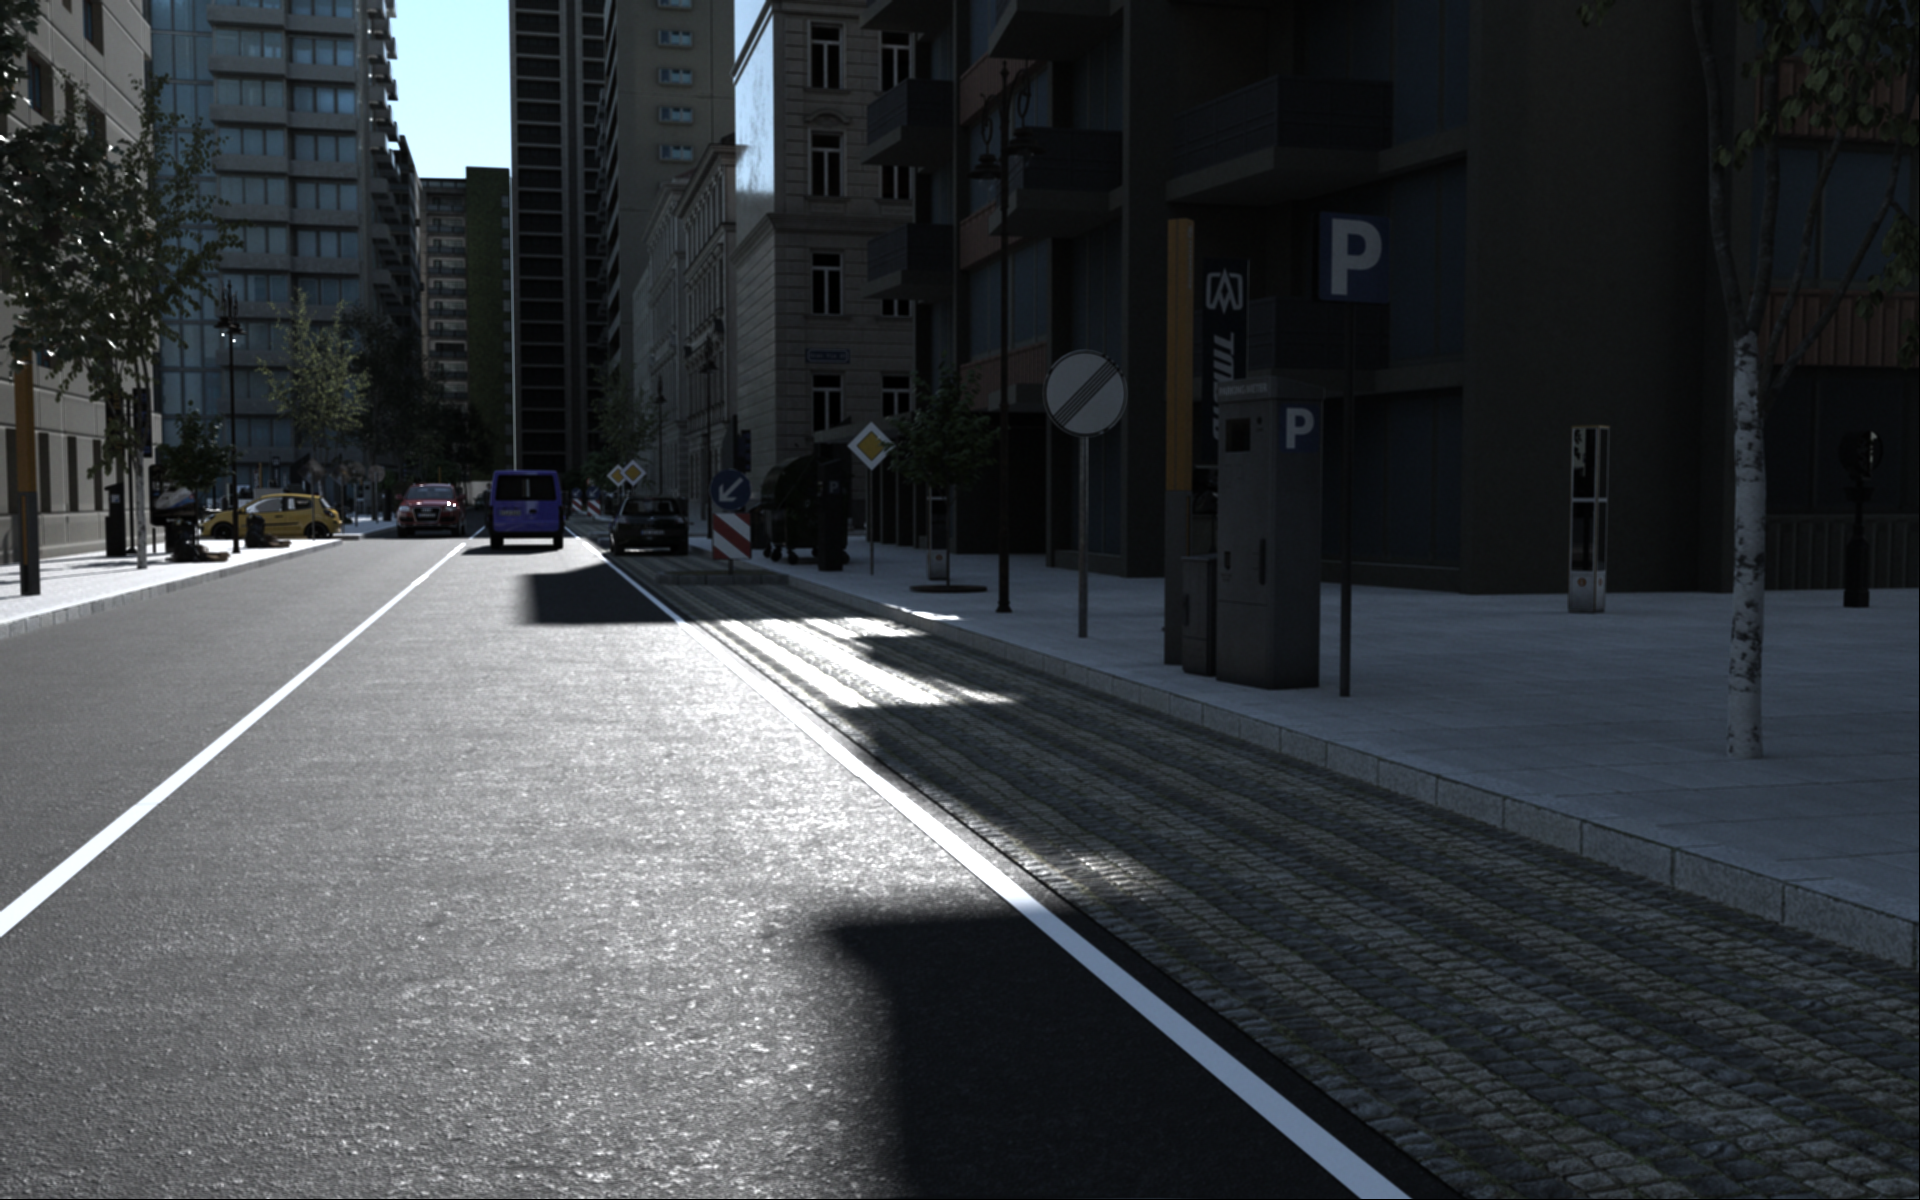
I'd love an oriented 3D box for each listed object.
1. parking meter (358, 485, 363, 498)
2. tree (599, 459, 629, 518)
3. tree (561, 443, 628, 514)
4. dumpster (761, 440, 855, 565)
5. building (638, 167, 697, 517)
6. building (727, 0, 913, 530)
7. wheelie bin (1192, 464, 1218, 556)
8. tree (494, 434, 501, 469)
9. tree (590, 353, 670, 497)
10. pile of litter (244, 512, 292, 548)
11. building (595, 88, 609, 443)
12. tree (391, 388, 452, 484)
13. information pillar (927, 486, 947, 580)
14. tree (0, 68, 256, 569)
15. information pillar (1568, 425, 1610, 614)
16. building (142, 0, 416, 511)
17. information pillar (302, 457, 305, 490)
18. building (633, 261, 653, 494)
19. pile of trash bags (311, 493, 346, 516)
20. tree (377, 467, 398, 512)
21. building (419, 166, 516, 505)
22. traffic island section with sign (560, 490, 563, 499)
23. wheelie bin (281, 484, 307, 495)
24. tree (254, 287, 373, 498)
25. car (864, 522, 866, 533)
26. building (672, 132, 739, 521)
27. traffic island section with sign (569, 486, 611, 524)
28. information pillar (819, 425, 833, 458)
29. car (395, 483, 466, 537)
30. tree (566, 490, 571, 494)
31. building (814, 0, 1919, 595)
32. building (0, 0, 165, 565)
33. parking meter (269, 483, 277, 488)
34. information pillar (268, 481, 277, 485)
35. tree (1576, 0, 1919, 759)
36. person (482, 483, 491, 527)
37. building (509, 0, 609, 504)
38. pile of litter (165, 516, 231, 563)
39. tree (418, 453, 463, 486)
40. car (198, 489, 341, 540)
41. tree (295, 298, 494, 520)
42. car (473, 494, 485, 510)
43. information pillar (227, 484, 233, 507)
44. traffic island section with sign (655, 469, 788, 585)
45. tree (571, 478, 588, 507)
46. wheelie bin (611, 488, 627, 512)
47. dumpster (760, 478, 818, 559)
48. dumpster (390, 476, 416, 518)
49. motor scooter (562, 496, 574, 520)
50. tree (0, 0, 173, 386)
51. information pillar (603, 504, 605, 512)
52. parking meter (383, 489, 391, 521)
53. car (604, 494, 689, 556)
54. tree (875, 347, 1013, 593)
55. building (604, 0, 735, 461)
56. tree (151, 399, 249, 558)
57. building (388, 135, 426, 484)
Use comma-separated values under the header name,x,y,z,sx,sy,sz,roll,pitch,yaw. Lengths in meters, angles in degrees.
name,x,y,z,sx,sy,sz,roll,pitch,yaw
parking meter,-39.286,-6.595,113.541,0.255,1.863,0.399,0,4,-5
tree,-20.815,-6.740,104.804,1.663,3.219,1.824,0,3,0
tree,-23.082,-7.896,112.808,4.285,4.588,4.351,0,3,0
dumpster,-2.822,-1.813,32.138,1.502,2.255,1.985,-1,4,-14
building,-13.007,-16.479,105.587,11.583,22.565,21.152,-1,4,-14
building,3.773,-16.645,69.404,25.104,27.353,12.463,-1,4,-14
wheelie bin,2.648,-0.640,18.365,0.693,1.594,0.980,3,5,43
tree,-31.643,-10.034,98.472,8.767,10.594,7.601,3,4,39
tree,-17.440,-8.553,90.210,4.737,8.622,4.395,0,3,0
pile of litter,-16.706,-1.698,41.731,1.176,0.858,1.719,0,4,-8
building,-28.074,-34.865,189.643,23.786,49.044,30.456,-1,4,-14
tree,-34.438,-9.822,110.957,4.737,8.622,4.395,0,3,0
information pillar,-0.330,-1.304,25.811,0.304,2.012,0.304,-1,4,-9
tree,-14.270,-4.834,29.401,4.737,8.622,4.395,0,3,0
information pillar,6.782,-0.868,18.689,0.304,2.012,0.304,3,5,41
building,-56.855,-31.729,138.378,23.786,49.044,30.456,-1,4,-14
information pillar,-41.010,-7.150,108.260,0.183,3.616,0.504,-2,4,-27
building,-17.608,-16.481,124.224,10.420,20.320,16.860,-1,4,-14
pile of trash bags,-35.250,-5.150,93.950,1.912,1.369,3.447,3,5,39
tree,-41.269,-7.992,125.273,1.663,3.219,1.824,0,3,0
building,-63.373,-32.681,217.928,14.086,41.232,14.154,-1,4,-14
traffic island section with sign,-24.171,-6.118,108.652,1.989,1.847,2.006,-1,4,-14
wheelie bin,-20.943,-2.846,54.438,0.693,1.594,0.980,1,4,20
tree,-22.648,-6.779,61.201,4.360,8.622,3.978,0,3,0
car,-0.713,-2.690,56.338,4.827,1.381,2.083,-1,4,-14
building,-7.953,-13.487,85.140,10.561,19.102,19.286,-1,4,-14
traffic island section with sign,-17.590,-4.519,82.509,1.989,1.847,2.006,-1,4,-14
information pillar,-4.488,-4.100,58.391,0.504,3.616,0.183,-1,4,-22
car,-18.040,-3.092,59.220,2.281,1.827,5.304,-1,4,-13
tree,-45.700,-12.786,203.644,1.663,3.219,1.824,0,3,0
building,9.849,-23.294,35.475,22.147,44.769,28.867,-1,4,-14
building,-31.642,-11.201,28.172,28.899,21.520,27.650,-1,4,-14
parking meter,-36.491,-5.279,92.023,0.399,1.863,0.255,2,4,32
information pillar,-37.614,-5.524,94.807,0.304,2.012,0.304,1,4,19
tree,3.888,-3.524,7.976,4.737,8.622,4.395,0,3,0
person,-20.264,-4.079,74.558,0.474,1.900,0.648,0,4,5
building,-47.201,-48.048,223.833,20.611,71.187,20.563,-1,4,-14
pile of litter,-14.609,-1.175,33.171,1.176,0.858,1.719,-1,4,-20
tree,-44.409,-10.016,147.478,4.285,4.588,4.351,0,3,0
car,-20.671,-2.550,51.922,3.980,1.641,2.015,-1,4,-13
tree,-28.671,-9.125,83.600,8.767,10.594,7.601,2,4,32
car,-42.559,-8.781,155.359,2.131,1.459,4.920,-1,4,-15
information pillar,-51.493,-7.198,122.173,0.304,2.012,0.304,2,4,35
traffic island section with sign,-3.899,-1.186,28.019,1.989,1.847,2.006,-1,4,-14
tree,-38.570,-11.181,177.417,1.663,3.219,1.824,0,3,0
wheelie bin,-18.094,-5.154,92.170,0.980,1.594,0.693,2,4,24
dumpster,-3.217,-1.747,34.323,1.264,1.857,1.865,-1,4,-14
dumpster,-29.615,-5.510,92.574,1.502,2.255,1.985,-1,4,-14
motor scooter,-21.560,-5.021,94.878,0.815,1.314,1.986,-1,4,-13
tree,-10.879,-5.836,12.428,9.611,12.733,9.660,0,3,0
information pillar,-25.898,-7.472,126.660,0.304,2.012,0.304,-3,4,-37
parking meter,-27.088,-4.493,81.869,0.372,1.533,0.369,0,3,0
car,-7.484,-1.938,41.481,2.009,1.686,4.222,-1,4,-13
tree,-0.176,-1.737,23.002,1.663,3.219,1.824,0,3,0
building,-19.369,-32.222,150.536,21.300,48.544,21.600,-1,4,-14
tree,-15.667,-2.491,35.334,1.663,3.219,1.824,0,3,0
building,-68.252,-29.818,179.403,23.993,40.220,32.217,-1,4,-14
